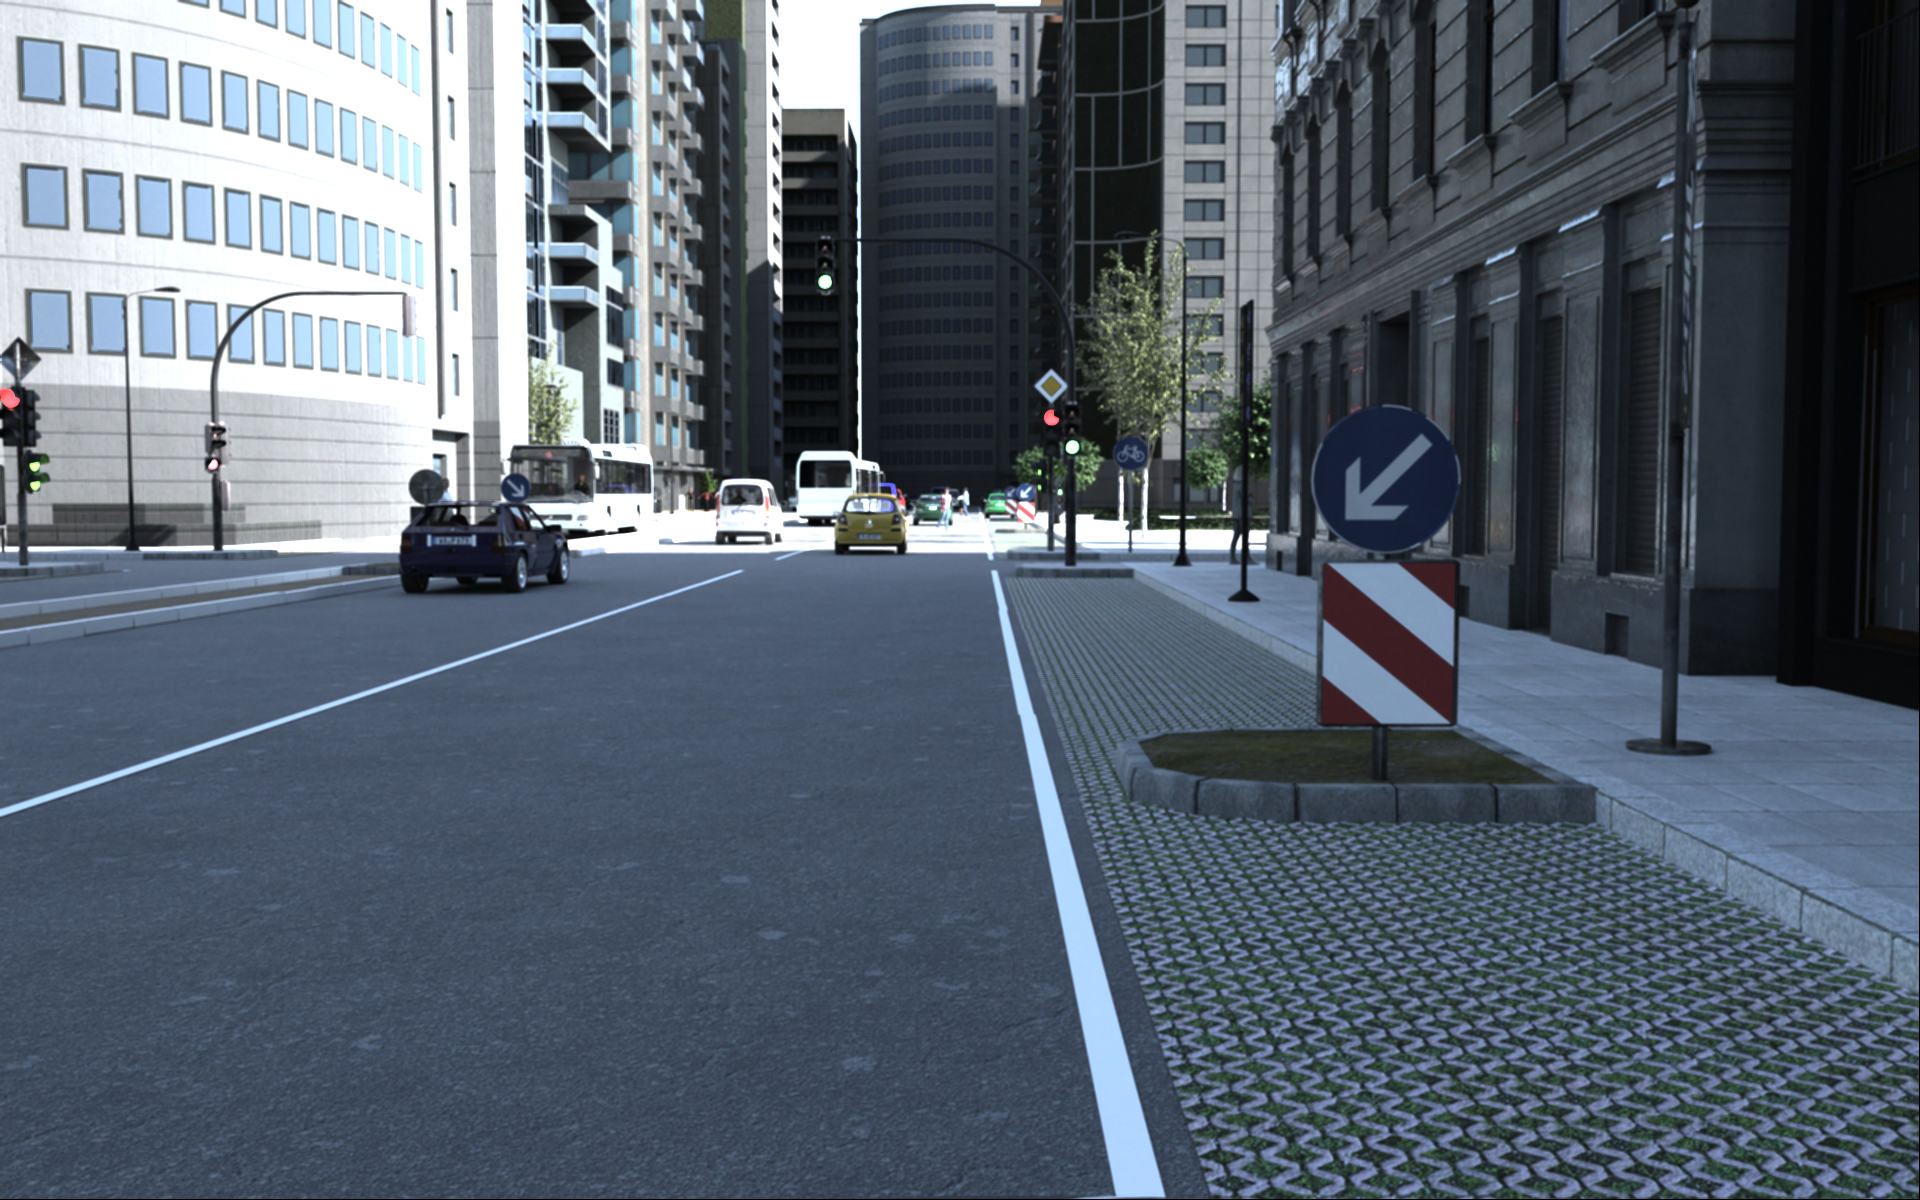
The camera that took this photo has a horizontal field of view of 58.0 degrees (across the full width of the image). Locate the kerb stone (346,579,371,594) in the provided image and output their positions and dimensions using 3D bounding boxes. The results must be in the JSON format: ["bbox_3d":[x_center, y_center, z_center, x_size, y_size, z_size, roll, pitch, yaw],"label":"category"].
[{"bbox_3d":[-8.839,-0.184,25.209,0.120,0.150,1.000,0,4,1],"label":"kerb stone"}]

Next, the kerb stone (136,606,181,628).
[{"bbox_3d":[-8.898,0.192,19.061,0.120,0.150,1.000,0,4,1],"label":"kerb stone"}]

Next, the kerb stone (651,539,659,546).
[{"bbox_3d":[-8.632,-1.593,48.306,0.120,0.150,1.000,0,4,1],"label":"kerb stone"}]

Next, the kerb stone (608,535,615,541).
[{"bbox_3d":[-10.693,-1.849,52.420,0.120,0.150,1.000,0,4,1],"label":"kerb stone"}]

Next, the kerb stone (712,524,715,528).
[{"bbox_3d":[-10.504,-3.101,72.921,0.120,0.150,1.000,0,4,1],"label":"kerb stone"}]

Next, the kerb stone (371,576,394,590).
[{"bbox_3d":[-8.835,-0.247,26.234,0.120,0.150,1.000,0,4,1],"label":"kerb stone"}]

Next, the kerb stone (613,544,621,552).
[{"bbox_3d":[-8.678,-1.276,43.176,0.120,0.150,1.000,0,4,1],"label":"kerb stone"}]

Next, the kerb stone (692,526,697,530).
[{"bbox_3d":[-10.547,-2.785,67.791,0.120,0.150,1.000,0,4,1],"label":"kerb stone"}]

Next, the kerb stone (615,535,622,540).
[{"bbox_3d":[-10.686,-1.911,53.442,0.120,0.150,1.000,0,4,1],"label":"kerb stone"}]

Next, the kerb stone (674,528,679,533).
[{"bbox_3d":[-10.584,-2.538,63.697,0.120,0.150,1.000,0,4,1],"label":"kerb stone"}]

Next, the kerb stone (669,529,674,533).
[{"bbox_3d":[-10.594,-2.475,62.669,0.120,0.150,1.000,0,4,1],"label":"kerb stone"}]

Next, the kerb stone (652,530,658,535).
[{"bbox_3d":[-10.628,-2.287,59.592,0.120,0.150,1.000,0,4,1],"label":"kerb stone"}]

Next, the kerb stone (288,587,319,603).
[{"bbox_3d":[-8.862,-0.050,23.162,0.120,0.150,1.000,0,4,1],"label":"kerb stone"}]

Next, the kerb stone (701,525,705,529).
[{"bbox_3d":[-10.532,-2.915,69.852,0.120,0.150,1.000,0,4,1],"label":"kerb stone"}]

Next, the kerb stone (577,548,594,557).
[{"bbox_3d":[-8.709,-1.094,40.104,0.120,0.150,1.000,0,4,1],"label":"kerb stone"}]

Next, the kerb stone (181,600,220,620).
[{"bbox_3d":[-8.887,0.129,20.086,0.120,0.150,1.000,0,4,1],"label":"kerb stone"}]

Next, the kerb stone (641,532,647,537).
[{"bbox_3d":[-10.646,-2.159,57.544,0.120,0.150,1.000,0,4,1],"label":"kerb stone"}]

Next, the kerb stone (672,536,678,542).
[{"bbox_3d":[-8.601,-1.774,51.378,0.120,0.150,1.000,0,4,1],"label":"kerb stone"}]

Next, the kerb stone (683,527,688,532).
[{"bbox_3d":[-10.568,-2.662,65.746,0.120,0.150,1.000,0,4,1],"label":"kerb stone"}]

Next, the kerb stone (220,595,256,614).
[{"bbox_3d":[-8.881,0.066,21.114,0.120,0.150,1.000,0,4,1],"label":"kerb stone"}]

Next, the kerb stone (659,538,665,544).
[{"bbox_3d":[-8.626,-1.657,49.328,0.120,0.150,1.000,0,4,1],"label":"kerb stone"}]

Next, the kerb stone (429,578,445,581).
[{"bbox_3d":[-8.805,-0.435,29.302,0.120,0.150,1.000,0,4,1],"label":"kerb stone"}]

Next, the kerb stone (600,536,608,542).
[{"bbox_3d":[-10.701,-1.785,51.389,0.120,0.150,1.000,0,4,1],"label":"kerb stone"}]

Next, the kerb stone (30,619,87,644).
[{"bbox_3d":[-8.918,0.319,17.002,0.120,0.150,1.000,0,4,1],"label":"kerb stone"}]

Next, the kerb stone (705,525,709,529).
[{"bbox_3d":[-10.518,-2.973,70.875,0.120,0.150,1.000,0,4,1],"label":"kerb stone"}]

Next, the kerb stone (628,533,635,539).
[{"bbox_3d":[-10.660,-2.032,55.494,0.120,0.150,1.000,0,4,1],"label":"kerb stone"}]

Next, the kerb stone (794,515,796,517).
[{"bbox_3d":[-10.204,-5.046,104.708,0.120,0.150,1.000,0,4,1],"label":"kerb stone"}]

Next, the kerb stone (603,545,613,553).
[{"bbox_3d":[-8.681,-1.219,42.152,0.120,0.150,1.000,0,4,1],"label":"kerb stone"}]

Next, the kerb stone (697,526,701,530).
[{"bbox_3d":[-10.543,-2.852,68.830,0.120,0.150,1.000,0,4,1],"label":"kerb stone"}]

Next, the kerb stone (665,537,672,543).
[{"bbox_3d":[-8.603,-1.722,50.350,0.120,0.150,1.000,0,4,1],"label":"kerb stone"}]

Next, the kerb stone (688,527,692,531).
[{"bbox_3d":[-10.561,-2.723,66.769,0.120,0.150,1.000,0,4,1],"label":"kerb stone"}]

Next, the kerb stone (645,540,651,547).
[{"bbox_3d":[-8.650,-1.529,47.277,0.120,0.150,1.000,0,4,1],"label":"kerb stone"}]

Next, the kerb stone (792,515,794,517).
[{"bbox_3d":[-10.222,-4.982,103.681,0.120,0.150,1.000,0,4,1],"label":"kerb stone"}]

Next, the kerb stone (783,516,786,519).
[{"bbox_3d":[-10.266,-4.729,99.570,0.120,0.150,1.000,0,4,1],"label":"kerb stone"}]

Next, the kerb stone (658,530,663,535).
[{"bbox_3d":[-10.626,-2.350,60.615,0.120,0.150,1.000,0,4,1],"label":"kerb stone"}]

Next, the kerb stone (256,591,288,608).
[{"bbox_3d":[-8.876,0.004,22.136,0.120,0.150,1.000,0,4,1],"label":"kerb stone"}]

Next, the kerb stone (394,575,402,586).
[{"bbox_3d":[-8.826,-0.307,27.259,0.120,0.150,1.000,0,4,1],"label":"kerb stone"}]

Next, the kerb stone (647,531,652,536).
[{"bbox_3d":[-10.643,-2.225,58.566,0.120,0.150,1.000,0,4,1],"label":"kerb stone"}]

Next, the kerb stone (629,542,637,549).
[{"bbox_3d":[-8.662,-1.408,45.224,0.120,0.150,1.000,0,4,1],"label":"kerb stone"}]

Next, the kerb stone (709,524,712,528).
[{"bbox_3d":[-10.516,-3.040,71.897,0.120,0.150,1.000,0,4,1],"label":"kerb stone"}]

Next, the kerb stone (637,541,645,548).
[{"bbox_3d":[-8.650,-1.471,46.255,0.120,0.150,1.000,0,4,1],"label":"kerb stone"}]

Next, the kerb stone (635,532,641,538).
[{"bbox_3d":[-10.654,-2.099,56.518,0.120,0.150,1.000,0,4,1],"label":"kerb stone"}]

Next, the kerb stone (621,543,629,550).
[{"bbox_3d":[-8.668,-1.346,44.200,0.120,0.150,1.000,0,4,1],"label":"kerb stone"}]

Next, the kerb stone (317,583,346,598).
[{"bbox_3d":[-8.856,-0.122,24.184,0.120,0.150,1.000,0,4,1],"label":"kerb stone"}]

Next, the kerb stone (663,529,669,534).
[{"bbox_3d":[-10.612,-2.413,61.640,0.120,0.150,1.000,0,4,1],"label":"kerb stone"}]

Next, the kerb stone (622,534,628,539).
[{"bbox_3d":[-10.682,-1.974,54.464,0.120,0.150,1.000,0,4,1],"label":"kerb stone"}]

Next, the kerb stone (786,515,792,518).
[{"bbox_3d":[-10.224,-4.921,102.658,0.120,0.150,1.000,0,4,1],"label":"kerb stone"}]

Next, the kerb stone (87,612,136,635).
[{"bbox_3d":[-8.913,0.255,18.034,0.120,0.150,1.000,0,4,1],"label":"kerb stone"}]

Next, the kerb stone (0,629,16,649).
[{"bbox_3d":[-8.932,0.385,15.972,0.120,0.150,1.000,0,4,1],"label":"kerb stone"}]

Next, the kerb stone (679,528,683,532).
[{"bbox_3d":[-10.582,-2.601,64.719,0.120,0.150,1.000,0,4,1],"label":"kerb stone"}]

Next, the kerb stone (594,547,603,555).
[{"bbox_3d":[-8.695,-1.148,41.126,0.120,0.150,1.000,0,4,1],"label":"kerb stone"}]
